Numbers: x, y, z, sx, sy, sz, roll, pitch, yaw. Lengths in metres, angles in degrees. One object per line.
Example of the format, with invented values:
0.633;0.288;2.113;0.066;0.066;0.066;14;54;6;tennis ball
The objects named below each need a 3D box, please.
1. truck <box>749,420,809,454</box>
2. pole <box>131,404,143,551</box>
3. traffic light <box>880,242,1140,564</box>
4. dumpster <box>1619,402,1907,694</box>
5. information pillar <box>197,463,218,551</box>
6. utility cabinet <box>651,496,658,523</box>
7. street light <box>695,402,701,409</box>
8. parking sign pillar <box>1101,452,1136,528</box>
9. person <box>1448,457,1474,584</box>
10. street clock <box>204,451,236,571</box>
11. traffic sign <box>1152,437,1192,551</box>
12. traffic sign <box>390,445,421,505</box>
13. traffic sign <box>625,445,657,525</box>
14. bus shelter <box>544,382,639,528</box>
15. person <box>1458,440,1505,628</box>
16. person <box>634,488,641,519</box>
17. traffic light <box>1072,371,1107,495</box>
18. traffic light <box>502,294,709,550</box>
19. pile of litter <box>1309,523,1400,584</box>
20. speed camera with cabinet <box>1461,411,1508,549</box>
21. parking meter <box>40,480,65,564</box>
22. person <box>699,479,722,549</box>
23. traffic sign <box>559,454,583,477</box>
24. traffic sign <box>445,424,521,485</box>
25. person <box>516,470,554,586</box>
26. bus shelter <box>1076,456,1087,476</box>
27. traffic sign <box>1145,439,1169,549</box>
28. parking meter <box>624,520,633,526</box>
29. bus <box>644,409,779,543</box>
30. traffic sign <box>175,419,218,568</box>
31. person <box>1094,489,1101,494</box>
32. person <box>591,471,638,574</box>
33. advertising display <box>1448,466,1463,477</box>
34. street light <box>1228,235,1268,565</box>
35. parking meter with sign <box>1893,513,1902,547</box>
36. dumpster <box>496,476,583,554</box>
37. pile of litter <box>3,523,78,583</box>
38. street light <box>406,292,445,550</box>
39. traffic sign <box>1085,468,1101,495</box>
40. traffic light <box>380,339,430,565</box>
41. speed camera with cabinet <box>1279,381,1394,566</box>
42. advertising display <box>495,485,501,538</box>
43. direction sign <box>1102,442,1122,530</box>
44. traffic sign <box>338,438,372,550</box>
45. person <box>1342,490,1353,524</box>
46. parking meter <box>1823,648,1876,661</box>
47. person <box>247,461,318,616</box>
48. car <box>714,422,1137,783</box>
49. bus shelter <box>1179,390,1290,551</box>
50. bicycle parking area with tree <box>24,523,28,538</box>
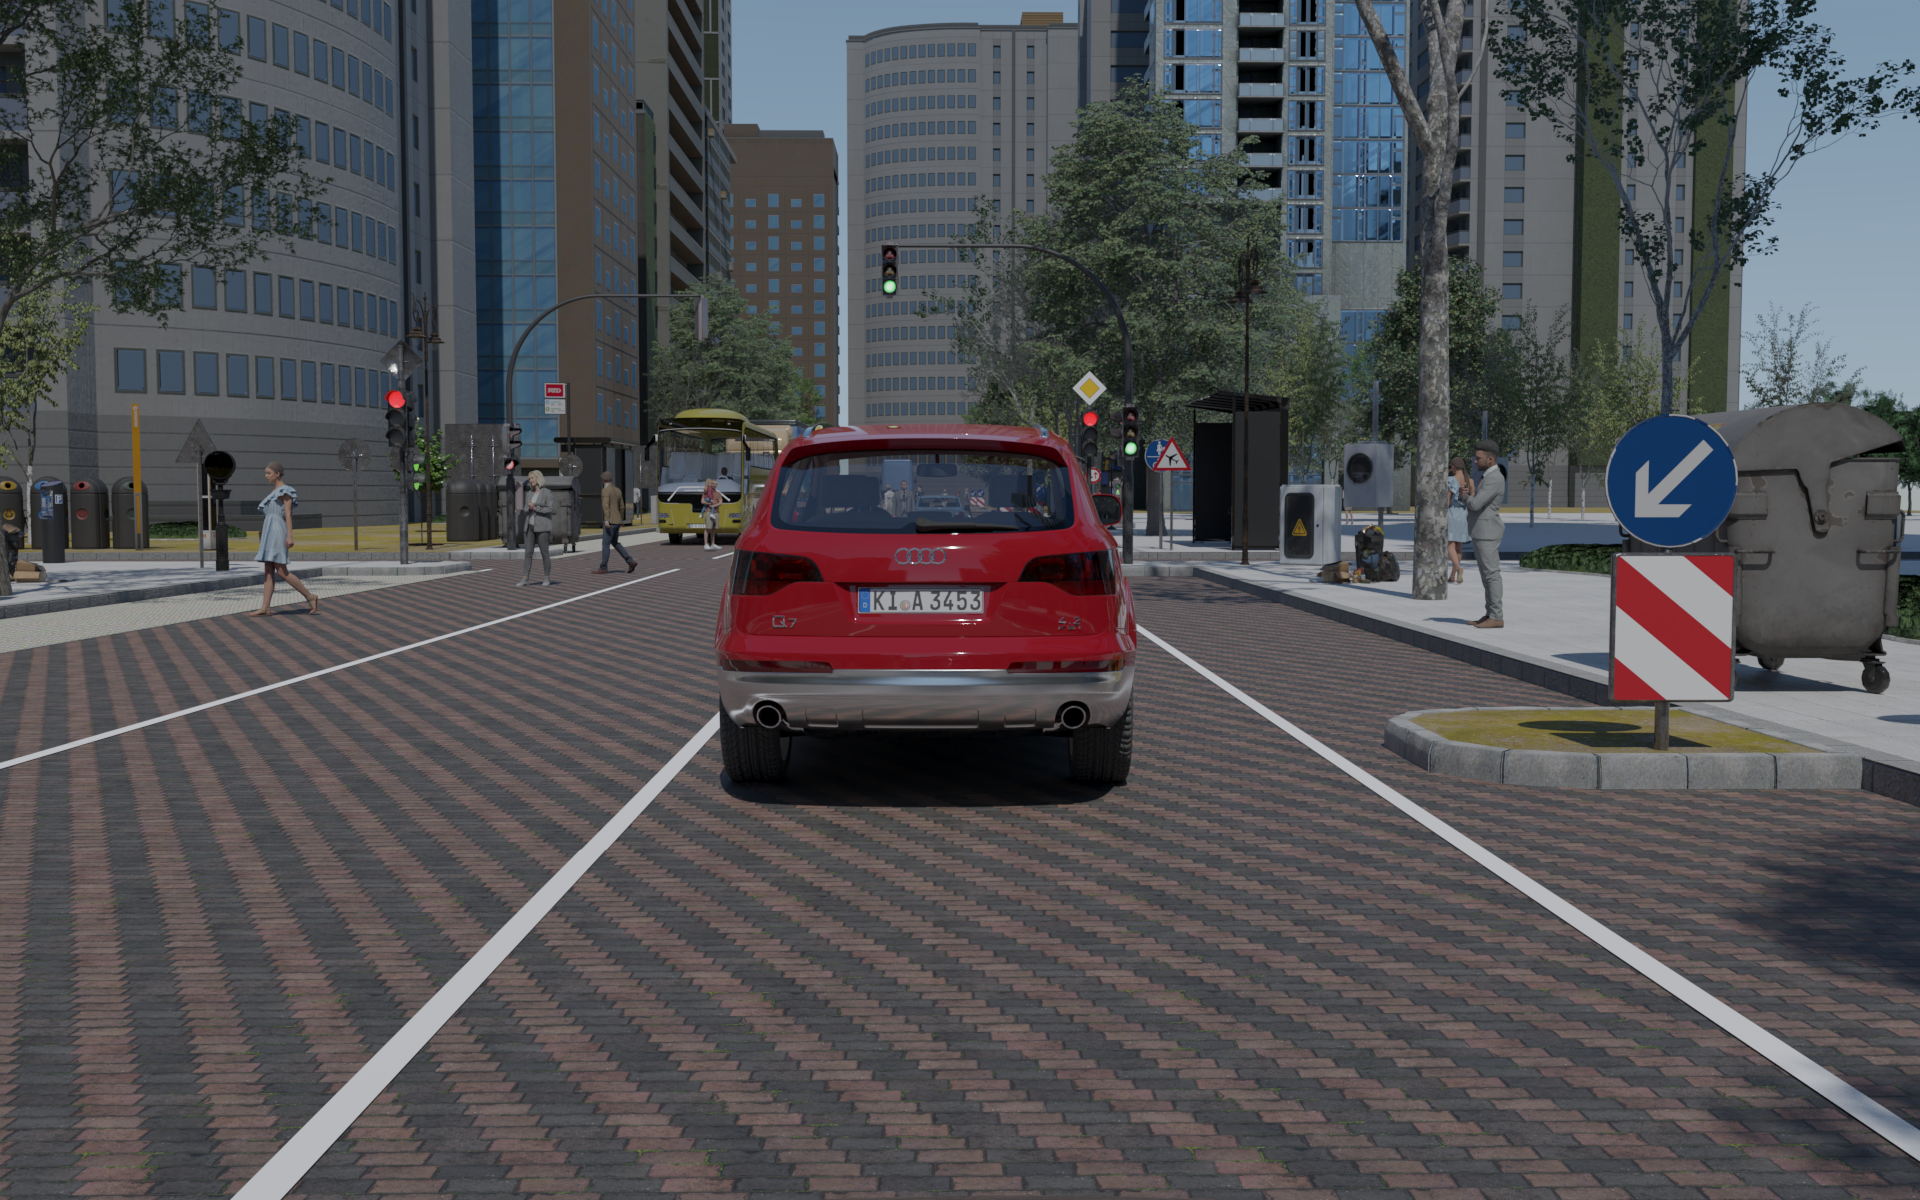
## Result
-7.347;-4.809;67.542;2.839;4.237;11.283;0;4;0;truck
-18.658;-2.778;39.269;0.158;3.312;0.155;0;3;0;pole
0.956;-3.475;31.490;4.771;5.953;1.251;0;4;-1;traffic light
5.417;-0.371;11.818;1.264;1.857;1.865;0;4;-1;dumpster
-17.035;-2.124;39.217;0.304;2.012;0.304;1;4;10;information pillar
-13.271;-3.982;76.260;0.306;1.237;1.020;1;4;16;utility cabinet
-12.898;-6.889;85.415;0.468;5.910;1.993;0;4;-1;street light
5.916;-4.700;65.320;1.447;3.967;1.447;-3;5;-42;parking sign pillar
7.164;-1.143;24.826;0.616;1.811;0.778;0;4;-1;person
-12.341;-1.490;28.927;0.471;2.002;0.358;-1;4;-15;street clock
4.803;-2.404;39.303;0.884;2.594;0.081;0;4;7;traffic sign
-13.261;-2.527;41.430;0.768;2.556;0.104;0;4;5;traffic sign
-13.693;-4.816;72.611;2.265;3.308;0.079;0;4;7;traffic sign
-13.885;-5.345;65.029;2.179;5.291;8.768;0;4;-1;bus shelter
5.018;-0.641;16.702;0.466;1.800;0.511;0;4;-2;person
-16.389;-4.977;87.266;0.661;1.843;0.795;2;4;30;person
2.936;-3.102;39.644;0.839;4.253;0.868;0;4;-1;traffic light
-8.134;-3.966;39.510;4.771;5.953;1.251;0;4;-1;traffic light
5.746;-0.695;25.327;1.719;0.858;1.176;-2;4;-30;pile of litter
11.979;-2.833;40.651;2.038;3.252;0.660;-2;4;-33;speed camera with cabinet
-16.819;-1.449;32.104;0.372;1.533;0.369;0;3;0;parking meter
-6.490;-2.240;45.103;0.573;1.828;0.580;0;4;4;person
-12.424;-3.375;55.287;0.768;2.556;0.104;0;4;2;traffic sign
-13.803;-3.440;50.117;2.265;3.308;0.079;0;4;6;traffic sign
-6.581;-1.117;26.945;0.537;1.800;0.526;2;4;31;person
5.735;-6.051;92.859;2.014;3.302;5.546;0;4;-1;bus shelter
4.689;-2.462;40.353;0.768;2.556;0.104;0;4;7;traffic sign
-13.478;-3.783;70.262;0.372;1.533;0.369;0;3;0;parking meter
-7.339;-3.791;53.527;2.896;3.916;12.252;0;4;-1;bus
-13.130;-1.830;29.928;0.884;2.594;0.081;0;4;4;traffic sign
9.383;-6.752;117.911;0.593;1.643;0.415;-2;4;-27;person
-6.238;-1.393;31.186;0.836;1.842;0.656;-1;4;-14;person
10.928;-2.093;39.435;0.974;1.923;0.123;2;4;24;advertising display
5.165;-3.574;31.215;0.468;5.910;1.993;0;4;-1;street light
21.499;-2.755;41.300;0.543;3.016;1.738;-3;5;-44;parking meter with sign
-10.151;-2.057;41.841;1.865;1.857;1.264;0;4;0;dumpster
-13.812;-0.681;25.094;1.719;0.858;1.176;-1;4;-14;pile of litter
-12.244;-4.099;39.804;0.468;5.910;1.993;0;4;-1;street light
6.394;-5.079;83.143;0.768;2.556;0.104;0;4;6;traffic sign
-10.113;-2.602;31.462;0.839;4.253;0.868;0;4;-1;traffic light
6.670;-2.229;30.777;0.660;3.252;2.038;-3;5;-43;speed camera with cabinet
-13.504;-2.800;51.001;0.974;1.923;0.123;-3;4;-37;advertising display
5.459;-4.302;62.339;0.876;3.537;0.379;3;5;42;direction sign
-13.749;-2.401;39.361;0.768;2.556;0.104;0;4;4;traffic sign
16.336;-4.074;72.996;0.599;1.781;0.374;-1;4;-16;person
6.911;-0.306;13.421;0.372;1.533;0.369;0;3;0;parking meter
-7.992;-0.720;20.366;0.778;1.811;0.616;-2;4;-30;person
-0.142;-0.090;10.147;2.281;1.827;5.304;0;4;1;car
6.627;-3.117;42.245;1.731;3.624;6.357;0;4;-1;bus shelter
-31.064;-3.704;47.566;8.231;4.147;9.016;1;4;18;bicycle parking area with tree
